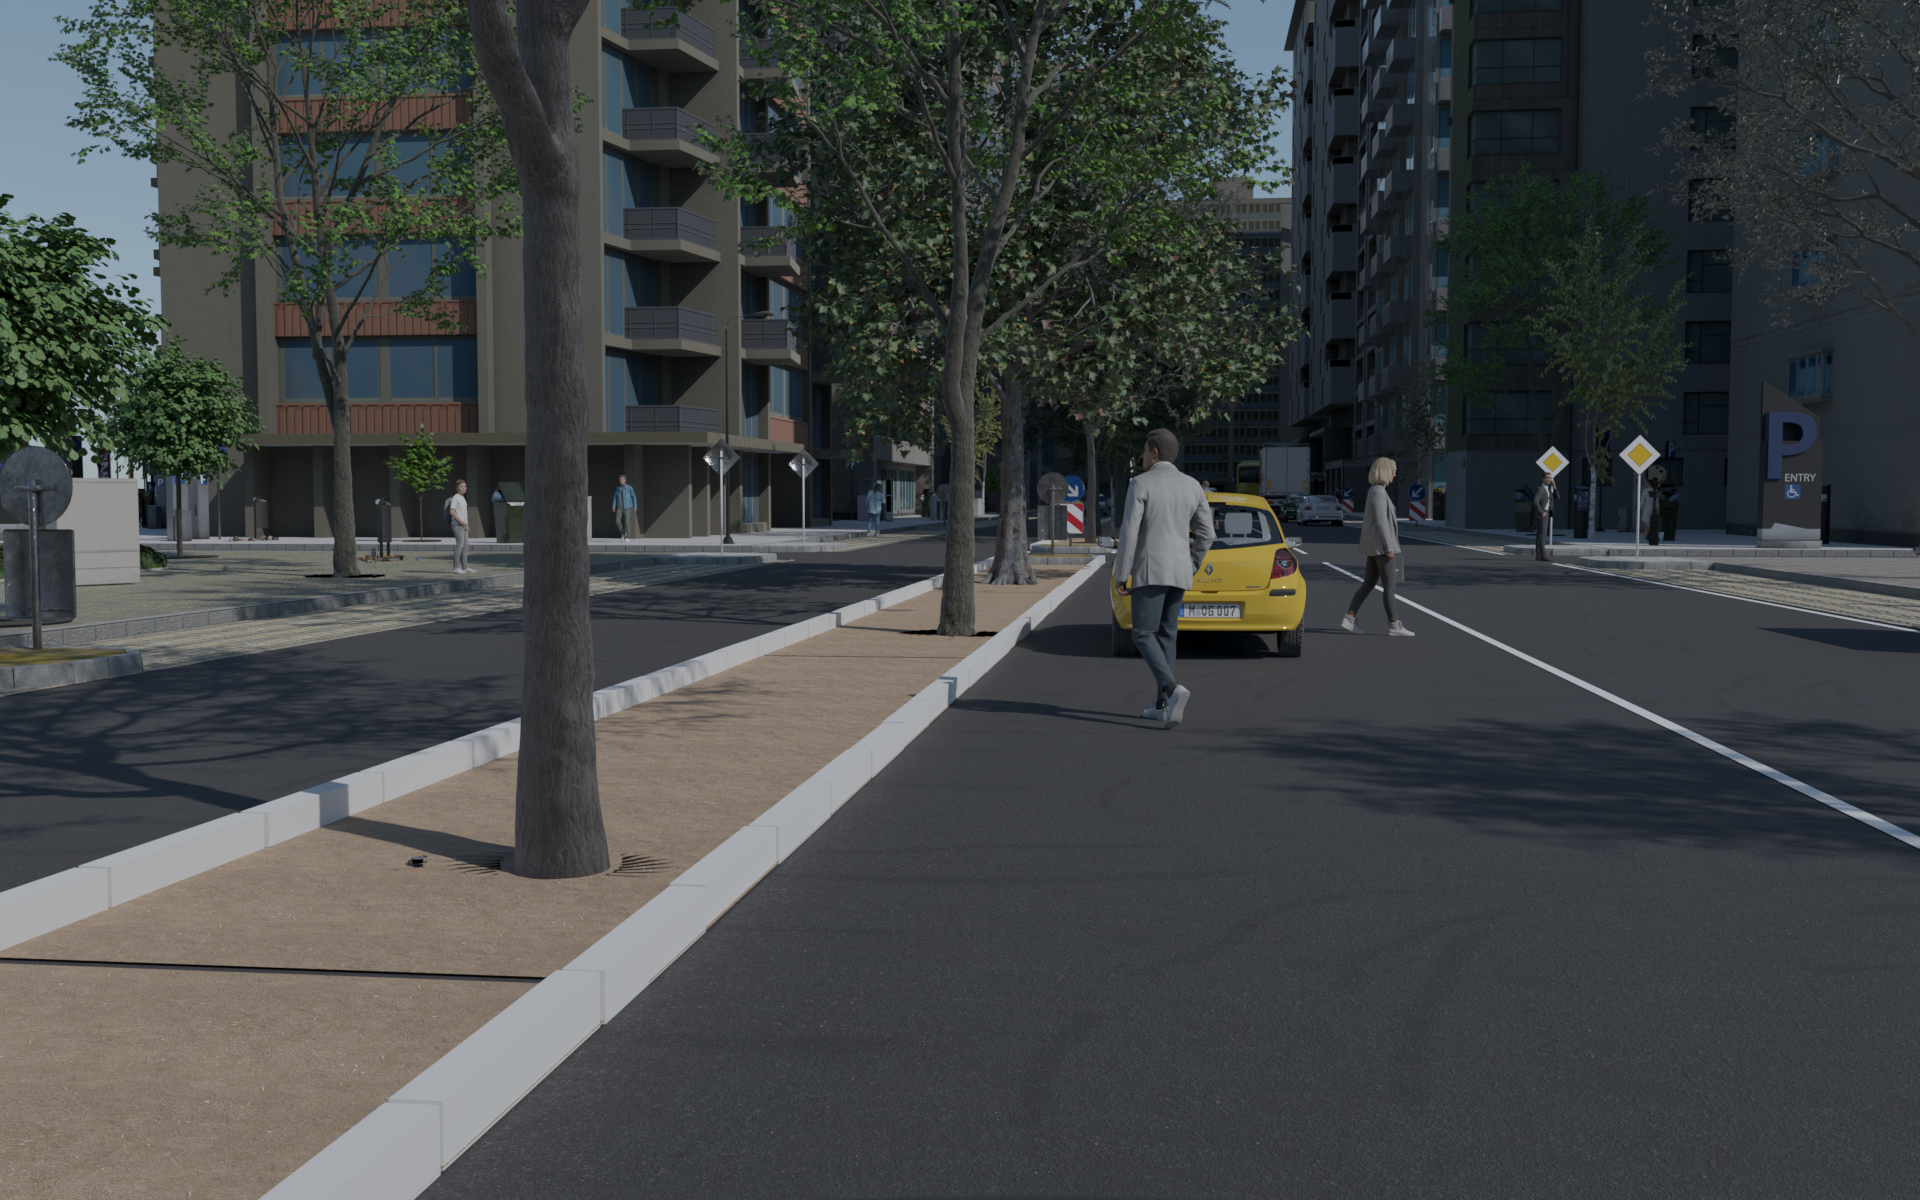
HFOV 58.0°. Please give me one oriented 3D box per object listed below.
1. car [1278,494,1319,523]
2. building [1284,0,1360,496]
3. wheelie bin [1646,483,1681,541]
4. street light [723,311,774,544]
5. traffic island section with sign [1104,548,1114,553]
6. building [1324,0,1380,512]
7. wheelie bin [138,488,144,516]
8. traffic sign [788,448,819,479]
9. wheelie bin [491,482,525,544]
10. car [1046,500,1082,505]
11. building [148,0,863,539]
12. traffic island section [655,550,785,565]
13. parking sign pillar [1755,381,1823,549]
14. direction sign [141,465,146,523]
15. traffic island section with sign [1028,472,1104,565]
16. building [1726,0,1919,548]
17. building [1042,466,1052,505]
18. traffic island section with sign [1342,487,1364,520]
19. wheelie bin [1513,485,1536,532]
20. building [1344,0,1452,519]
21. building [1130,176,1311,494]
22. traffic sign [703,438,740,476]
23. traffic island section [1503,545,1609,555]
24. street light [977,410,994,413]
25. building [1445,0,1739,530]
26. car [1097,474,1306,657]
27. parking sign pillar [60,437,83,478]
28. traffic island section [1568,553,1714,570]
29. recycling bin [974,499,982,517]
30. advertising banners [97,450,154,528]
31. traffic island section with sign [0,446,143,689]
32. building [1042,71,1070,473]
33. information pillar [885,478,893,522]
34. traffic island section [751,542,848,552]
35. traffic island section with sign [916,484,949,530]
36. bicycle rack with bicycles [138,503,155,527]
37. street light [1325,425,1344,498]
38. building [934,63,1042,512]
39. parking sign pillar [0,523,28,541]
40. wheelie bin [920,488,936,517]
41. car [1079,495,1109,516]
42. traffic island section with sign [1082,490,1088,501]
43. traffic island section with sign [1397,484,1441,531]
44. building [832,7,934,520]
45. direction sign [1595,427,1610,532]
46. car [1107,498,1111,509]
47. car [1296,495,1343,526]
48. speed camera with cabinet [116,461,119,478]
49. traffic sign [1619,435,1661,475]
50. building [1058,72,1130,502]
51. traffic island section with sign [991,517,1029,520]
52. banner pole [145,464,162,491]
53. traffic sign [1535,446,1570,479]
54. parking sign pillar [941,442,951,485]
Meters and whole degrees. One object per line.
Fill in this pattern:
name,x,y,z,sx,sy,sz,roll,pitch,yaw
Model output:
car,17.304,-4.675,88.235,2.131,1.459,4.920,0,4,7
building,47.945,-35.859,175.528,28.713,52.752,27.495,0,4,7
wheelie bin,19.285,-2.419,47.459,0.980,1.594,0.693,-1,4,-12
street light,-5.424,-4.385,44.233,1.470,5.913,1.316,0,4,7
traffic island section with sign,2.802,-2.138,43.094,2.006,1.907,1.989,0,4,7
building,37.768,-41.931,123.820,20.563,71.187,20.611,0,4,7
wheelie bin,-46.272,-5.493,97.723,0.693,1.594,0.980,3,5,44
traffic sign,-4.008,-2.571,44.232,0.795,2.593,0.064,0,4,7
wheelie bin,-11.789,-2.281,45.206,0.693,1.594,0.980,3,5,39
car,5.933,-5.356,97.796,2.015,1.641,3.980,1,4,9
building,-15.793,-24.937,62.342,22.147,44.769,28.867,0,4,7
traffic island section,-5.035,-0.862,36.379,2.009,0.180,2.903,0,4,7
parking sign pillar,19.731,-3.221,41.143,1.447,3.967,1.447,1,4,9
direction sign,-36.664,-5.253,77.882,0.379,3.537,0.876,-1,4,-17
traffic island section with sign,1.863,-1.689,35.746,2.006,1.907,1.989,0,4,7
building,34.320,-25.963,48.196,21.600,48.544,21.300,0,4,7
building,-2.101,-43.966,157.090,20.563,71.187,20.611,0,4,7
traffic island section with sign,21.074,-5.280,94.951,1.989,1.847,2.006,0,4,7
wheelie bin,19.142,-3.106,58.692,0.693,1.594,0.980,2,4,31
building,35.135,-29.321,99.003,23.786,49.044,30.456,0,4,7
building,33.397,-31.985,214.831,23.993,40.220,32.217,0,4,7
traffic sign,-5.010,-2.087,36.309,0.795,2.593,0.064,0,4,7
traffic island section,14.362,-1.205,41.979,2.009,0.180,2.903,0,4,7
street light,1.167,-7.547,95.938,1.470,5.913,1.316,0,4,7
building,26.326,-18.149,68.435,14.160,30.474,14.107,0,4,7
car,2.324,-0.397,16.712,2.015,1.641,3.980,0,4,6
parking sign pillar,-29.728,-4.220,57.473,1.447,3.967,1.447,2,4,23
traffic island section,13.360,-0.720,34.057,2.009,0.180,2.903,0,4,7
recycling bin,0.833,-5.216,97.841,0.722,1.027,0.722,1,4,18
advertising banners,-31.449,-4.230,65.350,2.074,3.025,0.090,-2,4,-35
traffic island section with sign,-7.596,-0.299,13.518,1.989,1.847,2.006,0,4,7
building,-3.747,-34.506,183.784,30.456,49.044,23.786,0,4,7
information pillar,-3.276,-4.634,80.259,0.304,2.012,0.304,1,4,10
traffic island section,-4.033,-1.347,44.302,2.009,0.180,2.903,0,4,7
traffic island section with sign,-0.616,-3.672,68.670,1.989,1.847,2.006,0,4,7
bicycle rack with bicycles,-32.449,-3.362,68.352,2.925,0.926,2.852,-2,4,-33
street light,25.186,-8.789,116.245,1.470,5.913,1.316,0,4,7
building,-5.211,-36.166,133.310,21.231,58.520,28.212,0,4,7
parking sign pillar,-26.273,-3.646,48.091,1.447,3.967,1.447,-1,4,-10
wheelie bin,-1.732,-5.404,96.268,0.693,1.594,0.980,3,5,44
car,9.029,-6.372,116.187,2.014,1.417,4.499,0,4,6
traffic island section with sign,12.449,-9.990,171.961,1.989,1.847,2.006,0,4,7
traffic island section with sign,17.600,-3.600,67.491,1.989,1.847,2.006,0,4,7
building,-13.484,-28.848,95.371,21.300,48.544,21.600,0,4,7
direction sign,21.870,-4.104,59.097,0.876,3.537,0.379,-3,4,-37
car,14.959,-9.260,163.767,2.083,1.381,4.827,0,4,6
car,16.394,-4.072,78.940,2.083,1.381,4.827,0,4,7
speed camera with cabinet,-50.987,-6.709,104.021,0.660,3.252,2.038,1,4,20
traffic sign,13.336,-1.944,33.977,0.795,2.593,0.064,0,4,7
building,7.253,-38.374,216.650,27.495,52.752,28.713,0,4,7
traffic island section with sign,2.767,-5.308,95.413,1.989,1.847,2.006,0,4,7
banner pole,-33.703,-5.029,72.244,0.401,3.779,0.863,3,4,38
traffic sign,14.338,-2.429,41.899,0.795,2.593,0.064,0,4,7
parking sign pillar,-0.615,-6.263,90.874,1.447,3.967,1.447,-1,4,-18
